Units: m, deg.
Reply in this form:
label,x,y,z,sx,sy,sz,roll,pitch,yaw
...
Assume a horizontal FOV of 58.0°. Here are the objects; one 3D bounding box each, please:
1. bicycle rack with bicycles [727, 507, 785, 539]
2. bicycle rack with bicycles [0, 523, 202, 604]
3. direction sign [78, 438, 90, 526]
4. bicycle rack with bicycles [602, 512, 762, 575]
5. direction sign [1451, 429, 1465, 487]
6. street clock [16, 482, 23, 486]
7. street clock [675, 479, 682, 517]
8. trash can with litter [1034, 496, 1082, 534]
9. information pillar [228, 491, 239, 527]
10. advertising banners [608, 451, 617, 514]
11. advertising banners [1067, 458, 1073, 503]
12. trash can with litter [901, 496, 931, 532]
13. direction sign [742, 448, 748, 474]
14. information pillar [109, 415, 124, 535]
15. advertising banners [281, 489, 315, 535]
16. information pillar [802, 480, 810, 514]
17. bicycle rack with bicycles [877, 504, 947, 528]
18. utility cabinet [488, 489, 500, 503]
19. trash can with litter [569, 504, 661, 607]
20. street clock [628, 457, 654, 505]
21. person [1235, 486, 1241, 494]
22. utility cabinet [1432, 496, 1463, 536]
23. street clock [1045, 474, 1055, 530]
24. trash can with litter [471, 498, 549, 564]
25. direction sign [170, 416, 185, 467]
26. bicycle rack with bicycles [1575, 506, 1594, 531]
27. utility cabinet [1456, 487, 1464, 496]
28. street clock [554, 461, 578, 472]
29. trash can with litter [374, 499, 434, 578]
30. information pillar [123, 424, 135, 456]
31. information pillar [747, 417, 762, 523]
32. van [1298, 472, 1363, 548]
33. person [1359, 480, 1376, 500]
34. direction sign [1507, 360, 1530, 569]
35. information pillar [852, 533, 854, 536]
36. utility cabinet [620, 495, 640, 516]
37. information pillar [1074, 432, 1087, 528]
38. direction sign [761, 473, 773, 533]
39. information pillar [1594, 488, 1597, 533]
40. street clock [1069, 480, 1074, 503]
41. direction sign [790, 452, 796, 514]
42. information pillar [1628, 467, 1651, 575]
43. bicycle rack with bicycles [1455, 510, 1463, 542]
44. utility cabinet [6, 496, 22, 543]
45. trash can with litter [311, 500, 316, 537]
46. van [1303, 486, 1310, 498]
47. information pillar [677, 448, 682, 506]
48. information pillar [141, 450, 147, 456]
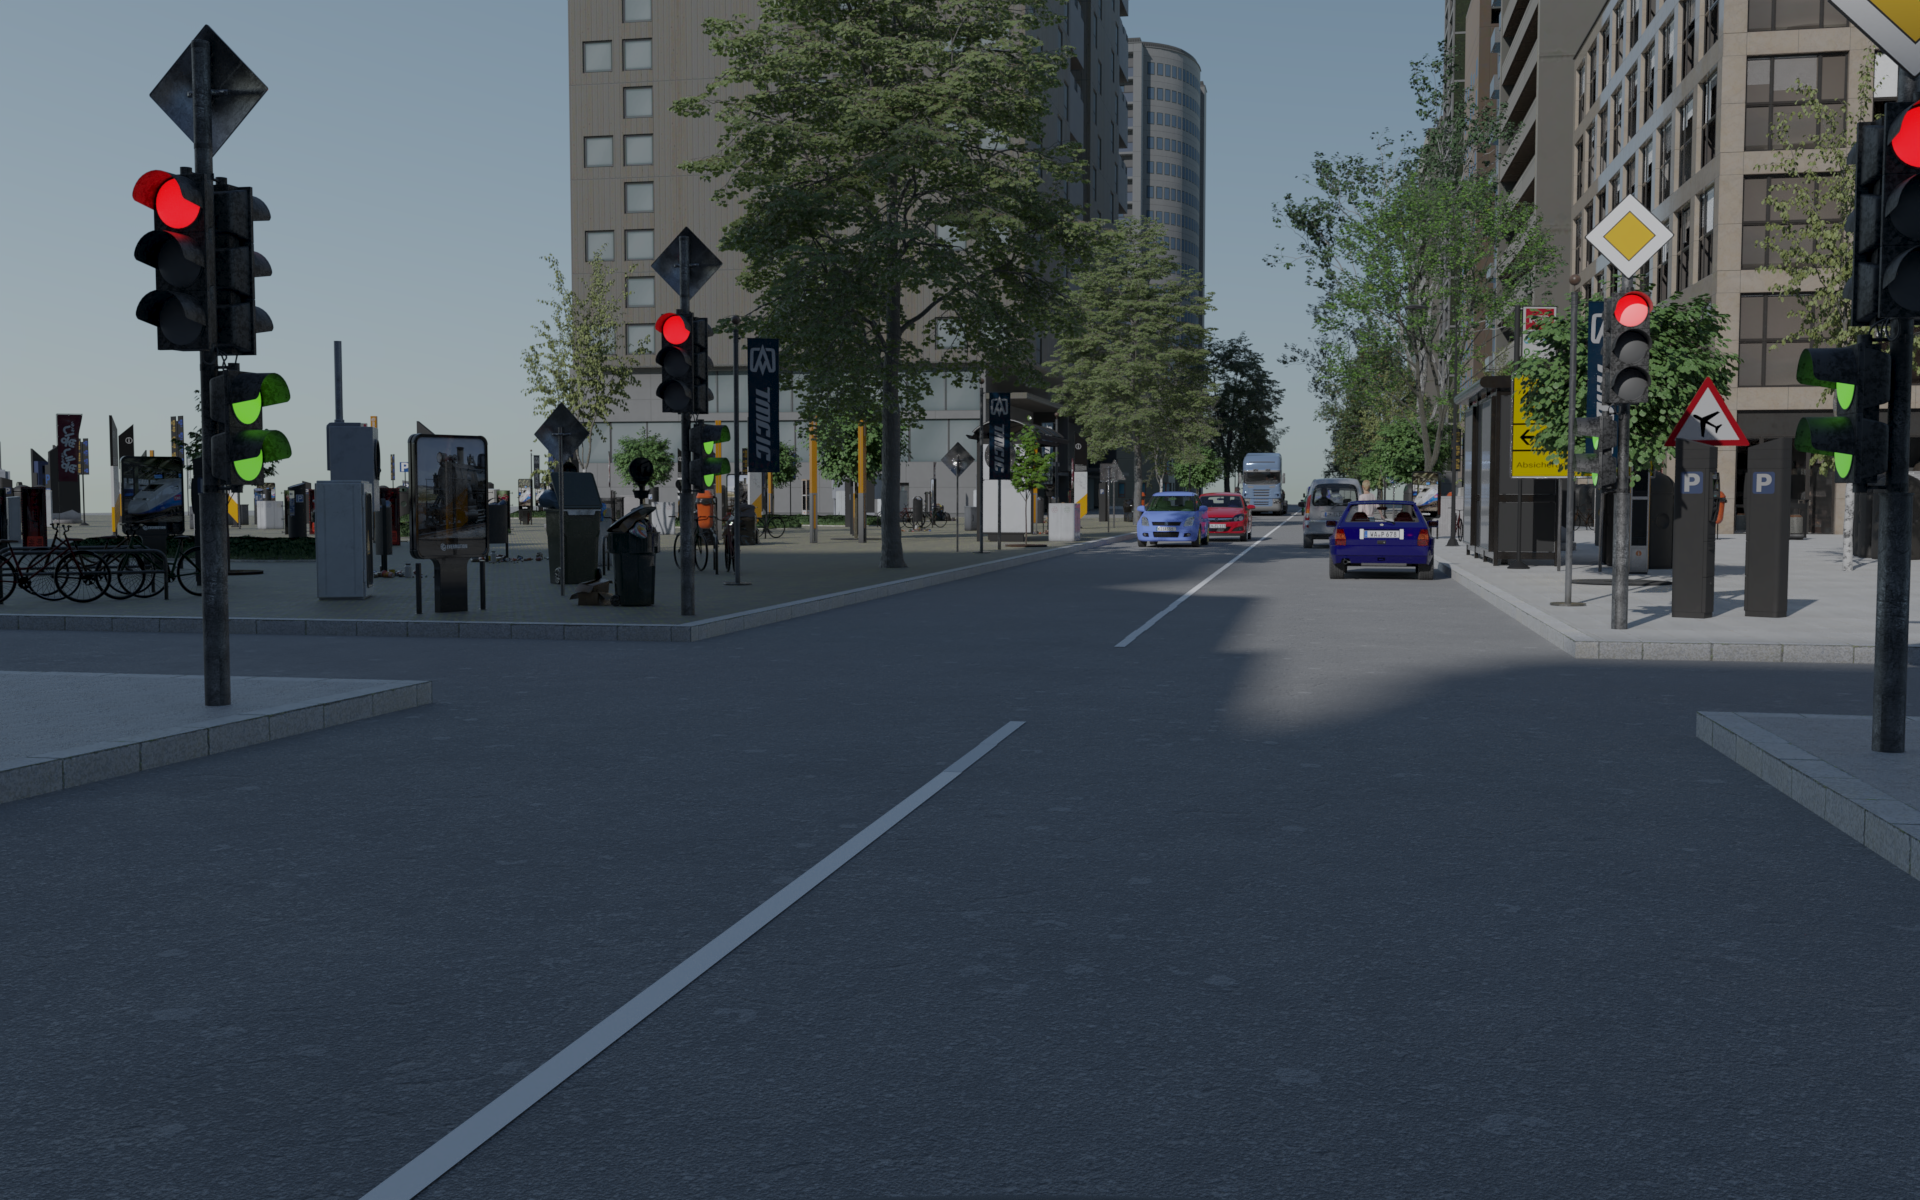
label,x,y,z,sx,sy,sz,roll,pitch,yaw
bicycle rack with bicycles,-6.504,-2.247,50.121,2.925,0.926,2.852,-1,4,-18
bicycle rack with bicycles,-10.625,-0.483,21.287,2.925,0.926,2.852,-2,4,-28
direction sign,-35.617,-4.792,70.347,0.876,3.537,0.379,2,4,33
bicycle rack with bicycles,-4.779,-0.923,28.471,2.852,0.926,2.925,0,4,-8
direction sign,17.415,-4.159,59.995,0.876,3.537,0.379,3,5,40
street clock,-55.275,-5.949,101.834,0.471,2.002,0.358,3,5,44
street clock,-13.819,-4.958,85.633,0.471,2.002,0.358,2,4,33
trash can with litter,2.764,-2.704,55.274,2.233,1.210,1.678,1,4,19
information pillar,-28.065,-4.619,66.879,0.504,3.616,0.183,1,4,22
advertising banners,-14.367,-4.609,71.547,0.090,3.025,2.074,0,4,-3
advertising banners,5.429,-5.438,85.094,0.090,3.025,2.074,0,4,-2
trash can with litter,-1.757,-2.956,59.389,1.678,1.210,2.233,2,4,33
direction sign,-10.424,-5.725,85.603,0.379,3.537,0.876,3,5,41
information pillar,-25.160,-3.681,51.541,0.183,3.616,0.504,-1,4,-8
advertising banners,-20.532,-3.607,55.158,2.074,3.025,0.090,-2,4,-32
information pillar,-7.864,-5.137,88.474,0.304,2.012,0.304,2,4,34
bicycle rack with bicycles,-1.922,-3.219,66.017,2.925,0.926,2.852,-1,4,-13
utility cabinet,-20.022,-3.973,73.632,1.173,1.500,0.318,3,5,42
trash can with litter,-3.977,-0.519,19.877,1.055,1.170,0.624,1,4,15
street clock,-6.244,-1.797,33.948,0.471,2.002,0.358,-1,4,-15
person,12.499,-4.247,78.339,0.834,1.777,0.661,1,4,15
utility cabinet,15.000,-2.567,53.133,1.020,1.237,0.306,0,4,-1
street clock,3.238,-3.516,62.050,0.471,2.002,0.358,1,4,18
trash can with litter,-8.493,-1.351,33.141,1.678,1.210,2.233,2,4,33
direction sign,-22.684,-3.564,50.274,0.876,3.537,0.379,3,5,45
bicycle rack with bicycles,22.348,-2.862,60.183,2.925,0.926,2.852,-3,5,-39
utility cabinet,16.691,-2.935,56.662,1.173,1.500,0.318,-2,4,-31
street clock,-8.736,-2.073,38.472,0.471,2.002,0.358,-2,4,-31
trash can with litter,-8.984,-0.991,27.265,1.678,1.210,2.233,-1,4,-22
information pillar,-27.771,-4.064,57.796,0.504,3.616,0.183,-1,4,-18
information pillar,-6.266,-3.755,52.744,0.183,3.616,0.504,3,5,44
van,10.187,-2.448,47.036,2.013,2.044,4.112,1,4,12
person,9.089,-1.762,37.975,0.731,1.740,0.598,-3,5,-42
direction sign,9.594,-2.303,29.645,0.379,3.537,0.876,2,4,29
information pillar,-3.222,-3.778,53.127,0.183,3.616,0.504,0,4,-3
utility cabinet,-17.020,-4.782,89.340,1.020,1.237,0.306,-1,4,-12
information pillar,4.493,-4.483,64.649,0.504,3.616,0.183,0,4,1
direction sign,-6.400,-3.991,57.255,0.876,3.537,0.379,0,4,0
information pillar,21.075,-3.207,56.919,0.304,2.012,0.304,-1,4,-11
street clock,6.024,-5.356,92.133,0.358,2.002,0.471,-2,4,-35
direction sign,-9.201,-6.239,94.006,0.876,3.537,0.379,3,5,44
information pillar,10.853,-1.420,27.717,0.304,2.012,0.304,1,4,12
bicycle rack with bicycles,14.357,-2.009,46.228,2.852,0.926,2.925,1,4,12
utility cabinet,-24.908,-2.101,45.516,0.306,1.237,1.020,-2,4,-34
trash can with litter,-15.202,-1.879,42.110,1.055,1.170,0.624,1,4,11
van,28.466,-8.160,137.803,2.240,2.365,5.245,1,4,10
information pillar,-14.051,-5.887,87.612,0.504,3.616,0.183,1,4,9
information pillar,-43.344,-6.158,92.038,0.504,3.616,0.183,2,4,29
